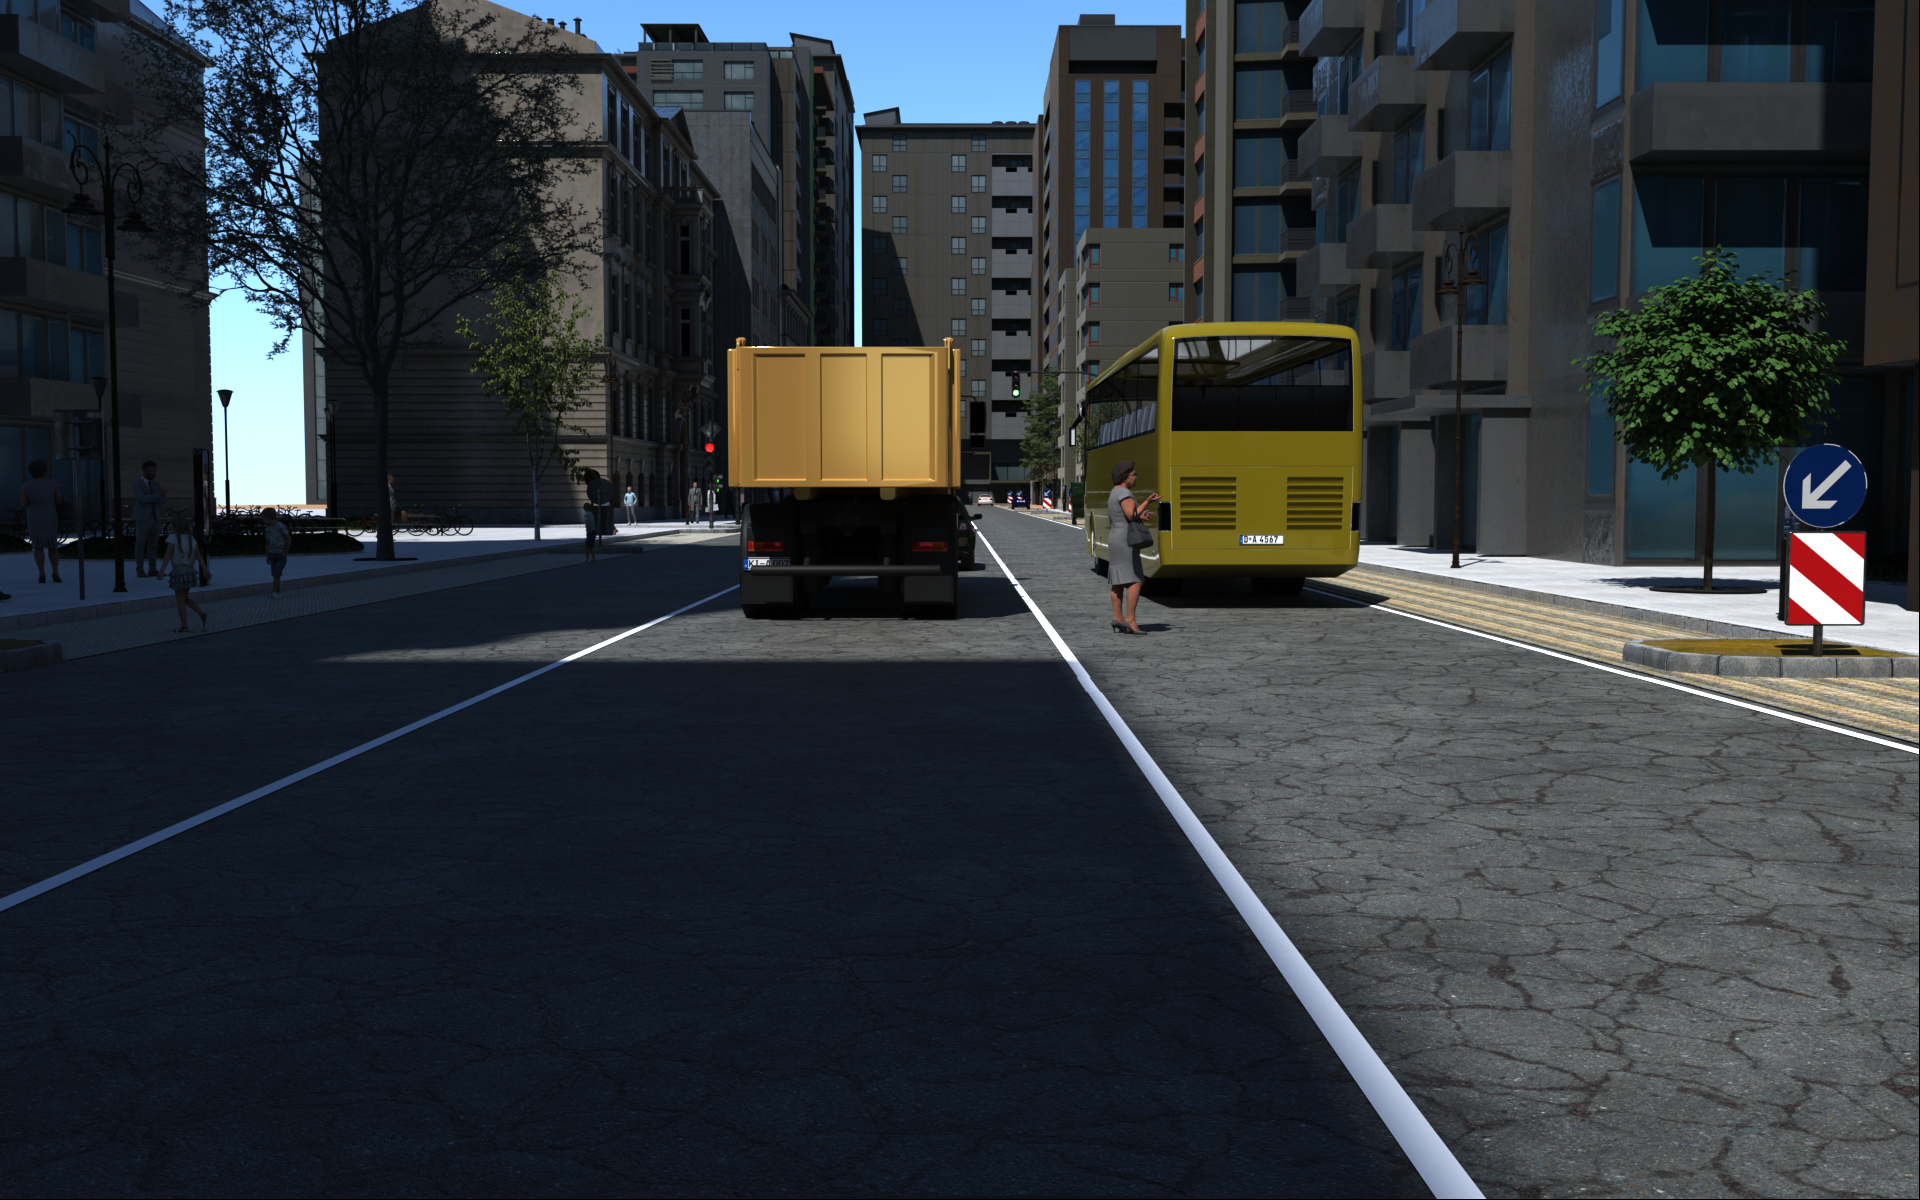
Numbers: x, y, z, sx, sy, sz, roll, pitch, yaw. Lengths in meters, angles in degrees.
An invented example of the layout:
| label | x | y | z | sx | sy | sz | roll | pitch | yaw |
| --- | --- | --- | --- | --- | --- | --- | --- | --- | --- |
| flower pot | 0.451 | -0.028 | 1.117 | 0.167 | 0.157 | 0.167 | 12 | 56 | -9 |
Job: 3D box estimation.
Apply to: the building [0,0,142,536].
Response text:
| label | x | y | z | sx | sy | sz | roll | pitch | yaw |
| --- | --- | --- | --- | --- | --- | --- | --- | --- | --- |
| building | -42.447 | -26.306 | 49.717 | 30.456 | 49.044 | 23.786 | 0 | 4 | 0 |

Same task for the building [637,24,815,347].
| label | x | y | z | sx | sy | sz | roll | pitch | yaw |
| --- | --- | --- | --- | --- | --- | --- | --- | --- | --- |
| building | -20.448 | -28.758 | 153.792 | 14.154 | 41.232 | 14.086 | 0 | 4 | 0 |

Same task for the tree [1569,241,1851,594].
| label | x | y | z | sx | sy | sz | roll | pitch | yaw |
| --- | --- | --- | --- | --- | --- | --- | --- | --- | --- |
| tree | 9.788 | -2.388 | 22.752 | 4.285 | 4.588 | 4.351 | 0 | 3 | 0 |

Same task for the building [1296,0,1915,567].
| label | x | y | z | sx | sy | sz | roll | pitch | yaw |
| --- | --- | --- | --- | --- | --- | --- | --- | --- | --- |
| building | 21.025 | -25.835 | 42.008 | 23.786 | 49.044 | 30.456 | 0 | 4 | 0 |

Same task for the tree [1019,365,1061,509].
| label | x | y | z | sx | sy | sz | roll | pitch | yaw |
| --- | --- | --- | --- | --- | --- | --- | --- | --- | --- |
| tree | 8.986 | -14.321 | 152.274 | 7.486 | 12.596 | 7.792 | 0 | 3 | 0 |

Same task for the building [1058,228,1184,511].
| label | x | y | z | sx | sy | sz | roll | pitch | yaw |
| --- | --- | --- | --- | --- | --- | --- | --- | --- | --- |
| building | 21.924 | -17.258 | 127.214 | 27.650 | 21.520 | 28.899 | 0 | 4 | 0 |

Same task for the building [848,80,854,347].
| label | x | y | z | sx | sy | sz | roll | pitch | yaw |
| --- | --- | --- | --- | --- | --- | --- | --- | --- | --- |
| building | -28.954 | -42.799 | 241.763 | 28.212 | 58.520 | 21.231 | 0 | 4 | 0 |

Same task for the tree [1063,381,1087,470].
| label | x | y | z | sx | sy | sz | roll | pitch | yaw |
| --- | --- | --- | --- | --- | --- | --- | --- | --- | --- |
| tree | 8.784 | -9.764 | 109.997 | 4.737 | 8.622 | 4.395 | 0 | 3 | 0 |

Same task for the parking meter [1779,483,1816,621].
| label | x | y | z | sx | sy | sz | roll | pitch | yaw |
| --- | --- | --- | --- | --- | --- | --- | --- | --- | --- |
| parking meter | 8.490 | -0.555 | 17.481 | 0.372 | 1.533 | 0.369 | 0 | 3 | 0 |

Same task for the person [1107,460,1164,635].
| label | x | y | z | sx | sy | sz | roll | pitch | yaw |
| --- | --- | --- | --- | --- | --- | --- | --- | --- | --- |
| person | 1.798 | -0.542 | 17.719 | 0.532 | 1.782 | 0.716 | -1 | 4 | -10 |

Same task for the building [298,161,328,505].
| label | x | y | z | sx | sy | sz | roll | pitch | yaw |
| --- | --- | --- | --- | --- | --- | --- | --- | --- | --- |
| building | -72.271 | -32.505 | 215.053 | 14.086 | 41.232 | 14.154 | 0 | 4 | 0 |

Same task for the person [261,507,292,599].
| label | x | y | z | sx | sy | sz | roll | pitch | yaw |
| --- | --- | --- | --- | --- | --- | --- | --- | --- | --- |
| person | -9.319 | -0.638 | 23.622 | 0.352 | 1.250 | 0.332 | -3 | 4 | -37 |

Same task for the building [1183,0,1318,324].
| label | x | y | z | sx | sy | sz | roll | pitch | yaw |
| --- | --- | --- | --- | --- | --- | --- | --- | --- | --- |
| building | 23.908 | -26.290 | 84.472 | 28.867 | 44.769 | 22.147 | 0 | 4 | 0 |

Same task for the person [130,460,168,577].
| label | x | y | z | sx | sy | sz | roll | pitch | yaw |
| --- | --- | --- | --- | --- | --- | --- | --- | --- | --- |
| person | -12.488 | -1.255 | 26.742 | 0.466 | 1.800 | 0.511 | 1 | 4 | 10 |

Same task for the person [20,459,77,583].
| label | x | y | z | sx | sy | sz | roll | pitch | yaw |
| --- | --- | --- | --- | --- | --- | --- | --- | --- | --- |
| person | -13.187 | -1.142 | 25.071 | 0.716 | 1.782 | 0.532 | -2 | 4 | -30 |

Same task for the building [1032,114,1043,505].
| label | x | y | z | sx | sy | sz | roll | pitch | yaw |
| --- | --- | --- | --- | --- | --- | --- | --- | --- | --- |
| building | 15.587 | -33.659 | 200.431 | 14.600 | 45.320 | 14.200 | 0 | 4 | 0 |

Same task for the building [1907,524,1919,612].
| label | x | y | z | sx | sy | sz | roll | pitch | yaw |
| --- | --- | --- | --- | --- | --- | --- | --- | --- | --- |
| building | 16.984 | -22.072 | 10.989 | 14.600 | 45.320 | 14.200 | 0 | 4 | 0 |

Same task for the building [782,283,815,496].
| label | x | y | z | sx | sy | sz | roll | pitch | yaw |
| --- | --- | --- | --- | --- | --- | --- | --- | --- | --- |
| building | -17.482 | -16.657 | 136.976 | 10.561 | 19.102 | 19.286 | 0 | 4 | 0 |

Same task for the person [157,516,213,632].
| label | x | y | z | sx | sy | sz | roll | pitch | yaw |
| --- | --- | --- | --- | --- | --- | --- | --- | --- | --- |
| person | -7.980 | -0.262 | 17.791 | 0.382 | 1.210 | 0.505 | 2 | 4 | 24 |

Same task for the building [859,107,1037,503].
| label | x | y | z | sx | sy | sz | roll | pitch | yaw |
| --- | --- | --- | --- | --- | --- | --- | --- | --- | --- |
| building | -0.223 | -40.072 | 244.407 | 27.495 | 52.752 | 28.713 | 0 | 4 | 0 |

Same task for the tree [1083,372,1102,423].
| label | x | y | z | sx | sy | sz | roll | pitch | yaw |
| --- | --- | --- | --- | --- | --- | --- | --- | --- | --- |
| tree | 9.261 | -9.391 | 103.907 | 4.360 | 8.622 | 3.978 | 0 | 3 | 0 |

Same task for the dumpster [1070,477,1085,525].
| label | x | y | z | sx | sy | sz | roll | pitch | yaw |
| --- | --- | --- | --- | --- | --- | --- | --- | --- | --- |
| dumpster | 6.090 | -4.608 | 80.297 | 1.985 | 2.255 | 1.502 | 0 | 4 | 0 |

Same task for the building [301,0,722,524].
| label | x | y | z | sx | sy | sz | roll | pitch | yaw |
| --- | --- | --- | --- | --- | --- | --- | --- | --- | --- |
| building | -20.149 | -16.542 | 89.548 | 14.460 | 24.649 | 34.723 | 0 | 4 | 0 |

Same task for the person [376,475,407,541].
| label | x | y | z | sx | sy | sz | roll | pitch | yaw |
| --- | --- | --- | --- | --- | --- | --- | --- | --- | --- |
| person | -15.661 | -2.531 | 47.547 | 0.853 | 1.813 | 0.709 | 0 | 4 | -4 |

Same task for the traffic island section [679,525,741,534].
| label | x | y | z | sx | sy | sz | roll | pitch | yaw |
| --- | --- | --- | --- | --- | --- | --- | --- | --- | --- |
| traffic island section | -9.236 | -2.566 | 64.240 | 2.009 | 0.180 | 2.903 | 0 | 4 | 0 |

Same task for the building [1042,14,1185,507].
| label | x | y | z | sx | sy | sz | roll | pitch | yaw |
| --- | --- | --- | --- | --- | --- | --- | --- | --- | --- |
| building | 15.735 | -31.418 | 163.787 | 14.600 | 45.320 | 14.200 | 0 | 4 | 0 |

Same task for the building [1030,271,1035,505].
| label | x | y | z | sx | sy | sz | roll | pitch | yaw |
| --- | --- | --- | --- | --- | --- | --- | --- | --- | --- |
| building | 15.723 | -27.137 | 215.396 | 14.160 | 30.474 | 14.107 | 0 | 4 | 0 |

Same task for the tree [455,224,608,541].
| label | x | y | z | sx | sy | sz | roll | pitch | yaw |
| --- | --- | --- | --- | --- | --- | --- | --- | --- | --- |
| tree | -11.519 | -5.908 | 46.955 | 4.737 | 8.622 | 4.395 | 0 | 3 | 0 |

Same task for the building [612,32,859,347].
| label | x | y | z | sx | sy | sz | roll | pitch | yaw |
| --- | --- | --- | --- | --- | --- | --- | --- | --- | --- |
| building | -26.994 | -37.796 | 207.205 | 27.495 | 52.752 | 28.713 | 0 | 4 | 0 |

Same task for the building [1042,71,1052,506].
| label | x | y | z | sx | sy | sz | roll | pitch | yaw |
| --- | --- | --- | --- | --- | --- | --- | --- | --- | --- |
| building | 19.907 | -34.121 | 181.576 | 21.300 | 48.544 | 21.600 | 0 | 4 | 0 |

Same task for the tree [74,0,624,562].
| label | x | y | z | sx | sy | sz | roll | pitch | yaw |
| --- | --- | --- | --- | --- | --- | --- | --- | --- | --- |
| tree | -11.196 | -7.507 | 33.105 | 12.009 | 13.543 | 11.850 | 0 | 3 | 0 |

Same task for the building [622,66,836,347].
| label | x | y | z | sx | sy | sz | roll | pitch | yaw |
| --- | --- | --- | --- | --- | --- | --- | --- | --- | --- |
| building | -24.099 | -31.834 | 175.102 | 22.147 | 44.769 | 28.867 | 0 | 4 | 0 |

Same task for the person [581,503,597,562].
| label | x | y | z | sx | sy | sz | roll | pitch | yaw |
| --- | --- | --- | --- | --- | --- | --- | --- | --- | --- |
| person | -7.817 | -1.423 | 36.458 | 0.332 | 1.250 | 0.352 | -3 | 5 | -43 |

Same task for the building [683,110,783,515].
| label | x | y | z | sx | sy | sz | roll | pitch | yaw |
| --- | --- | --- | --- | --- | --- | --- | --- | --- | --- |
| building | -18.950 | -18.282 | 116.932 | 12.078 | 24.808 | 19.932 | 0 | 4 | 0 |

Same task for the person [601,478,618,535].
| label | x | y | z | sx | sy | sz | roll | pitch | yaw |
| --- | --- | --- | --- | --- | --- | --- | --- | --- | --- |
| person | -10.930 | -2.902 | 53.906 | 0.534 | 1.772 | 0.576 | -1 | 4 | -22 |

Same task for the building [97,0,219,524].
| label | x | y | z | sx | sy | sz | roll | pitch | yaw |
| --- | --- | --- | --- | --- | --- | --- | --- | --- | --- |
| building | -49.013 | -17.253 | 79.358 | 25.104 | 27.353 | 12.463 | 0 | 4 | 0 |

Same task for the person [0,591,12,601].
| label | x | y | z | sx | sy | sz | roll | pitch | yaw |
| --- | --- | --- | --- | --- | --- | --- | --- | --- | --- |
| person | -11.658 | -0.902 | 20.562 | 0.755 | 1.850 | 0.659 | 2 | 4 | 24 |
